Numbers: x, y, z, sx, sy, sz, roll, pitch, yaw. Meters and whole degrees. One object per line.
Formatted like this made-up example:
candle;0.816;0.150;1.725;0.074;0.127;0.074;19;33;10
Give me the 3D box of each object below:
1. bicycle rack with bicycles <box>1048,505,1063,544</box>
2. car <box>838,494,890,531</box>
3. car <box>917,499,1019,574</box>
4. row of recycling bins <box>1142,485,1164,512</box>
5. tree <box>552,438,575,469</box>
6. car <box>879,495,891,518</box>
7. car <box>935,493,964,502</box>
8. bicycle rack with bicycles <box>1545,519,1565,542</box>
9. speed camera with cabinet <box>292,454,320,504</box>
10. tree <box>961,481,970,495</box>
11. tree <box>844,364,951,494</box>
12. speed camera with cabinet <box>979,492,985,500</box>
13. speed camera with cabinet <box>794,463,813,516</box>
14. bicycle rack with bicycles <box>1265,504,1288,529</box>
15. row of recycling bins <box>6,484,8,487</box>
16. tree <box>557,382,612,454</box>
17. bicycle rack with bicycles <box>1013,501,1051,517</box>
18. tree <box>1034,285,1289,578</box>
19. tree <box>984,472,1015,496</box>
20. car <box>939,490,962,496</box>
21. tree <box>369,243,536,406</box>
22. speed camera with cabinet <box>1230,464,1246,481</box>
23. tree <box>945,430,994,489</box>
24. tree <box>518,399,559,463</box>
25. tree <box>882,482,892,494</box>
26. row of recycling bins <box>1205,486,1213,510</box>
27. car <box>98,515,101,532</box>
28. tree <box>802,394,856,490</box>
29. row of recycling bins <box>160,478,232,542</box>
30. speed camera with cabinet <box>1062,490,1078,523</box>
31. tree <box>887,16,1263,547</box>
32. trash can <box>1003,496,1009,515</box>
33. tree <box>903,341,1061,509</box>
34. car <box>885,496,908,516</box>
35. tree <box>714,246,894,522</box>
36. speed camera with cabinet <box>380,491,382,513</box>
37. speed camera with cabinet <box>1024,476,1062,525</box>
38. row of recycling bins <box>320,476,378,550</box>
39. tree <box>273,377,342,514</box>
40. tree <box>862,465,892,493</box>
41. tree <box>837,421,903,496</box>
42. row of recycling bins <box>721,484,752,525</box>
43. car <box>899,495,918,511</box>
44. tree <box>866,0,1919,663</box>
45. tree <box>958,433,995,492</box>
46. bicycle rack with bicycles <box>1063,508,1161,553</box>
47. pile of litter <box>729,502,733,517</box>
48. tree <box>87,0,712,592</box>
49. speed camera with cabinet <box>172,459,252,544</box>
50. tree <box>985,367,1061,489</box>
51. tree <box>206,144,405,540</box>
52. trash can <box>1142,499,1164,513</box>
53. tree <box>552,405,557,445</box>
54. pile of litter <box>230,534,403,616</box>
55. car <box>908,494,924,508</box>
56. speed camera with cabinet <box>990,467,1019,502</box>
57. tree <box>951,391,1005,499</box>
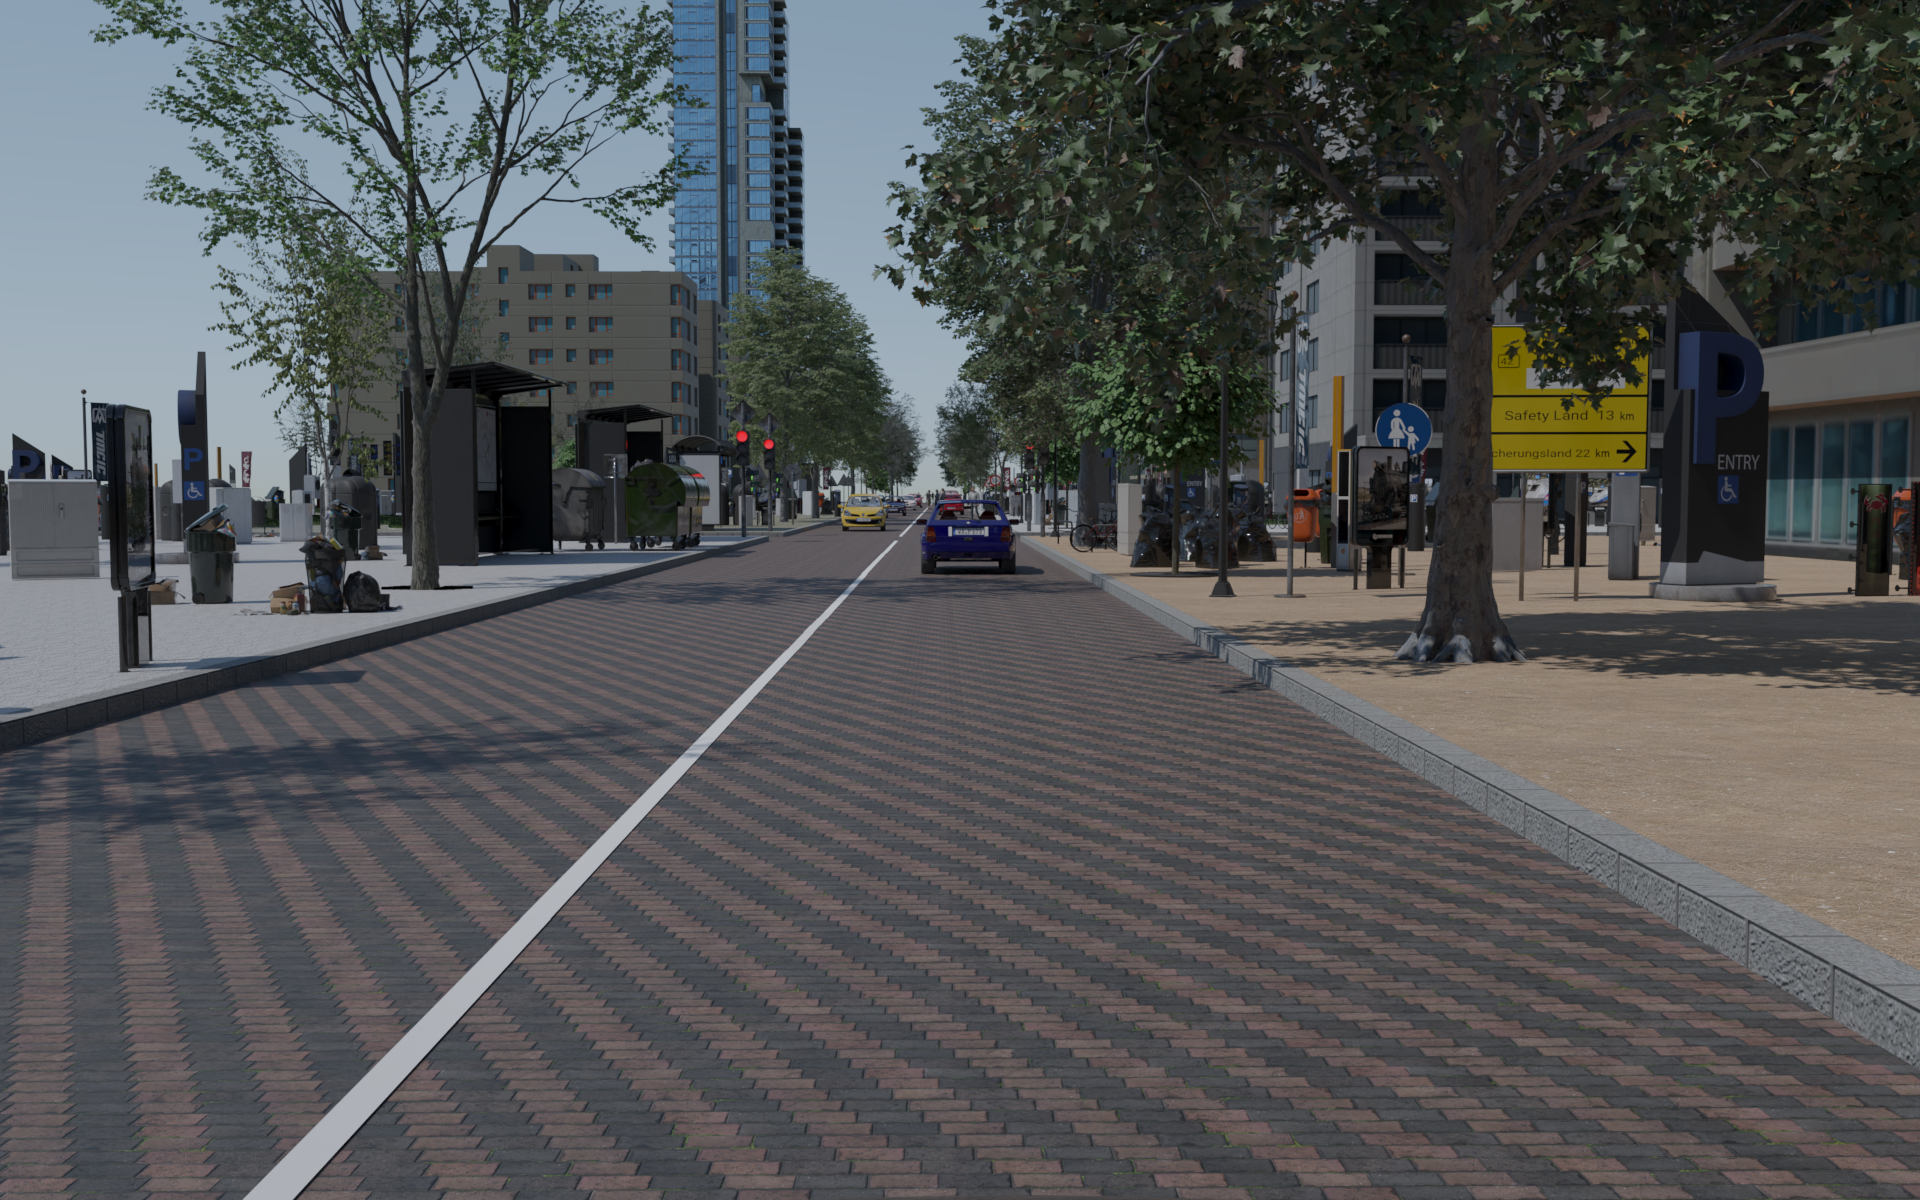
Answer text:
bicycle rack with bicycles;3.631;-1.870;43.958;2.852;0.926;2.925;0;4;-7
car;-3.748;-3.522;67.813;2.015;1.641;3.980;0;4;-2
car;0.148;-1.212;32.395;1.945;1.354;3.894;0;3;0
row of recycling bins;9.636;-4.488;80.495;3.534;1.692;1.069;-3;5;-40
tree;-19.010;-6.325;87.120;4.285;4.588;4.351;0;3;0
car;-5.154;-5.598;103.531;2.014;1.417;4.499;0;4;-2
car;-0.625;-6.694;118.494;2.155;1.783;4.494;0;4;-1
bicycle rack with bicycles;15.218;-2.033;46.616;2.852;0.926;2.925;-2;4;-29
speed camera with cabinet;-31.710;-5.486;84.035;0.660;3.252;2.038;0;4;3
tree;0.844;-16.812;269.478;1.663;3.219;1.824;0;3;0
tree;-8.103;-15.282;160.227;12.009;13.543;11.850;0;3;0
speed camera with cabinet;2.528;-8.406;131.776;2.038;3.252;0.660;-1;4;-13
speed camera with cabinet;-9.102;-6.610;102.404;0.660;3.252;2.038;-3;4;-37
bicycle rack with bicycles;12.400;-3.068;63.548;2.852;0.926;2.925;-1;4;-17
row of recycling bins;-53.453;-5.563;98.062;1.069;1.692;3.534;2;4;34
tree;-24.368;-9.874;111.806;4.360;8.622;3.978;0;3;0
bicycle rack with bicycles;4.037;-5.101;96.791;2.852;0.926;2.925;0;4;4
tree;3.448;-2.650;27.041;4.285;4.588;4.351;0;3;0
tree;3.053;-8.053;126.274;1.663;3.219;1.824;0;3;0
car;-0.932;-9.804;168.974;2.281;1.827;5.304;0;4;0
tree;-14.138;-5.976;48.066;4.360;8.622;3.978;0;3;0
speed camera with cabinet;13.168;-5.280;80.662;0.660;3.252;2.038;2;4;28
tree;1.267;-20.411;251.848;7.486;12.596;7.792;0;3;0
tree;-32.426;-11.036;130.803;4.737;8.622;4.395;0;3;0
tree;-8.761;-13.097;208.731;1.663;3.219;1.824;0;3;0
row of recycling bins;15.551;-5.853;102.805;3.534;1.692;1.069;2;4;24
car;-29.851;-2.657;56.018;3.894;1.354;1.945;0;3;0
tree;-8.044;-9.044;98.229;4.360;8.622;3.978;0;3;0
row of recycling bins;-20.643;-2.425;46.765;1.069;1.692;3.534;-3;5;-44
speed camera with cabinet;4.252;-5.005;76.171;2.038;3.252;0.660;0;4;-3
tree;3.107;-8.269;41.848;9.857;13.997;8.962;0;3;0
trash can;2.912;-5.922;108.478;0.748;1.137;0.748;0;3;0
tree;2.238;-10.095;99.463;8.767;10.594;7.601;1;4;16
car;-4.371;-6.181;113.643;1.945;1.354;3.894;0;4;-1
tree;-7.885;-9.897;79.936;7.486;12.596;7.792;0;3;0
speed camera with cabinet;-27.906;-5.289;80.811;0.660;3.252;2.038;1;4;21
speed camera with cabinet;3.387;-4.789;72.628;0.660;3.252;2.038;-2;4;-27
row of recycling bins;-14.573;-2.079;41.103;1.069;1.692;3.534;-2;4;-27
tree;-39.743;-9.526;106.106;4.360;8.622;3.978;0;3;0
tree;-9.082;-12.563;189.122;4.285;4.588;4.351;0;3;0
tree;-9.193;-14.614;173.355;8.767;10.594;7.601;1;4;16
row of recycling bins;-10.267;-3.914;71.113;3.534;1.692;1.069;0;4;2
car;-4.725;-8.471;150.866;2.083;1.381;4.827;0;4;-1
tree;4.047;-5.883;13.190;9.611;12.733;9.660;0;3;0
tree;1.908;-12.716;158.263;4.360;8.622;3.978;0;3;0
bicycle rack with bicycles;4.106;-1.546;38.663;2.925;0.926;2.852;1;4;16
pile of litter;-12.610;-5.103;97.399;1.176;0.858;1.719;0;4;4
tree;-7.072;-5.953;23.082;9.928;11.665;9.643;0;3;0
speed camera with cabinet;-18.996;-3.038;44.002;0.660;3.252;2.038;1;4;23
tree;3.506;-8.368;87.181;4.737;8.622;4.395;0;3;0
tree;-13.516;-5.276;36.625;4.737;8.622;4.395;0;3;0
trash can;5.288;-2.201;47.641;0.748;1.137;0.748;0;3;0
tree;-25.433;-8.953;96.740;4.360;8.622;3.978;0;3;0
pile of litter;-6.988;-0.299;18.854;1.719;0.858;1.176;-1;4;-14
car;-4.858;-10.604;182.413;2.155;1.783;4.494;0;4;0
speed camera with cabinet;3.303;-8.219;128.723;2.038;3.252;0.660;1;4;10
tree;1.200;-17.816;201.658;12.009;13.543;11.850;0;3;0
